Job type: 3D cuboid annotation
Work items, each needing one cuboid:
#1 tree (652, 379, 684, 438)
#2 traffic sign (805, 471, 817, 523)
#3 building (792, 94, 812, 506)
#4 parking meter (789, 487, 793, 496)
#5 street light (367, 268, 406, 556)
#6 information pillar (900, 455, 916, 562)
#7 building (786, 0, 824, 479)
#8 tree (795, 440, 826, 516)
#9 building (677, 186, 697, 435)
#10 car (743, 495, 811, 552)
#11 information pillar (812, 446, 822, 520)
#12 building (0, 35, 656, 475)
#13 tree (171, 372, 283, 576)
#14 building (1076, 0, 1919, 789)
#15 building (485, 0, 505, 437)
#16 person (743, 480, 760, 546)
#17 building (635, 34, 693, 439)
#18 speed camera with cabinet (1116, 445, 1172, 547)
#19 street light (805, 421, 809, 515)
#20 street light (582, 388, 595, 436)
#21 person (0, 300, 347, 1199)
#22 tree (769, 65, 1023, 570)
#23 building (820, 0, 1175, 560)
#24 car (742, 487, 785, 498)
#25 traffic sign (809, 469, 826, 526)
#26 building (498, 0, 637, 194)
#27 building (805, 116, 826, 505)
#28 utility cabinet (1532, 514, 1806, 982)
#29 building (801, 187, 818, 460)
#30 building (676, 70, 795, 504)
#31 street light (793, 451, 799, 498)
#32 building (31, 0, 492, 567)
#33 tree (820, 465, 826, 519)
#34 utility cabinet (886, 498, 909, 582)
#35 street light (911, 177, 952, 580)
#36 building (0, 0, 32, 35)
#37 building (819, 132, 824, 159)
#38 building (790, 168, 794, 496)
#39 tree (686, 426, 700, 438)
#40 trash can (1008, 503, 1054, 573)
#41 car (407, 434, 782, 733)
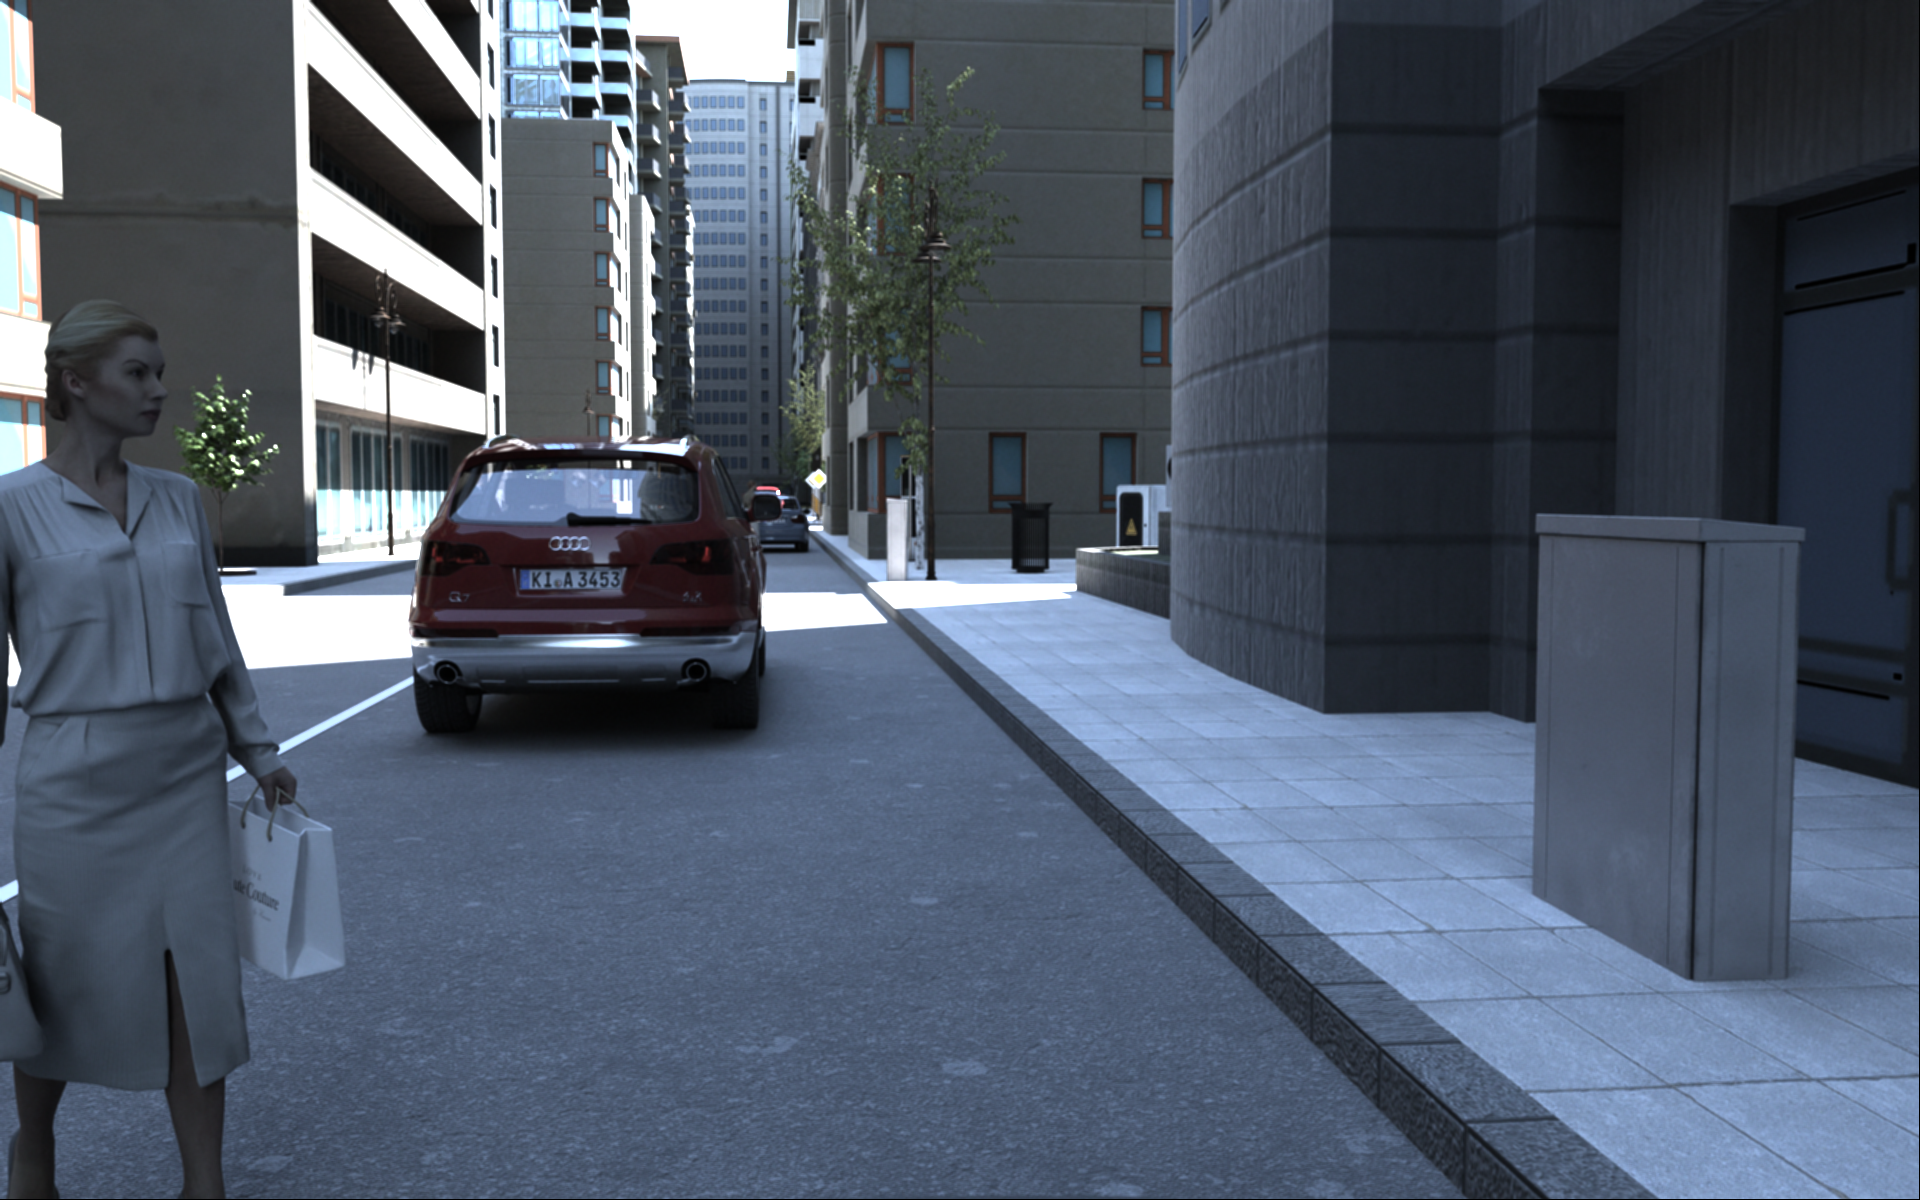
[{"bbox_3d":[-20.325,-9.873,111.780,4.360,8.622,3.978,0,3,0],"label":"tree"},{"bbox_3d":[-6.453,-4.453,76.445,0.795,2.450,0.064,0,4,-6],"label":"traffic sign"},{"bbox_3d":[-8.718,-35.404,202.552,21.300,48.544,21.600,0,4,-6],"label":"building"},{"bbox_3d":[-14.251,-8.595,146.235,0.255,1.863,0.399,-1,4,-12],"label":"parking meter"},{"bbox_3d":[-11.753,-3.843,35.614,0.468,5.910,1.993,0,4,-6],"label":"street light"},{"bbox_3d":[-0.924,-1.745,33.028,0.304,2.012,0.304,-3,5,-39],"label":"information pillar"},{"bbox_3d":[-3.209,-36.023,178.217,28.713,52.752,27.495,0,4,-6],"label":"building"},{"bbox_3d":[-7.961,-7.178,101.067,4.285,4.588,4.351,0,3,0],"label":"tree"},{"bbox_3d":[-44.003,-31.583,208.271,23.993,40.220,32.217,0,4,-6],"label":"building"},{"bbox_3d":[-4.777,-1.957,44.004,2.014,1.417,4.499,0,4,-8],"label":"car"},{"bbox_3d":[-7.006,-5.712,84.746,0.504,3.616,0.183,2,4,29],"label":"information pillar"},{"bbox_3d":[-31.350,-15.178,93.207,27.650,21.520,28.899,0,4,-6],"label":"building"},{"bbox_3d":[-11.622,-2.012,27.506,1.663,3.219,1.824,0,3,0],"label":"tree"},{"bbox_3d":[12.328,-28.713,11.449,21.231,58.520,28.212,0,4,-6],"label":"building"},{"bbox_3d":[-23.605,-17.635,60.028,14.107,30.474,14.160,0,4,-6],"label":"building"},{"bbox_3d":[-4.842,-1.934,40.668,0.362,1.759,0.519,-3,5,-41],"label":"person"},{"bbox_3d":[-36.686,-31.071,162.633,22.147,44.769,28.867,0,4,-6],"label":"building"},{"bbox_3d":[3.653,-2.247,31.071,0.660,3.252,2.038,-2,4,-34],"label":"speed camera with cabinet"},{"bbox_3d":[-9.489,-8.247,107.623,0.468,5.910,1.993,0,4,-6],"label":"street light"},{"bbox_3d":[-16.182,-6.286,75.564,0.468,5.910,1.993,0,4,-6],"label":"street light"},{"bbox_3d":[-1.562,0.343,3.240,0.694,1.780,0.624,-3,4,-38],"label":"person"},{"bbox_3d":[-0.908,-4.817,29.112,4.737,8.622,4.395,0,3,0],"label":"tree"},{"bbox_3d":[10.354,-12.479,49.070,27.650,21.520,28.899,0,4,-6],"label":"building"},{"bbox_3d":[-10.258,-5.007,90.538,2.281,1.827,5.304,0,4,-8],"label":"car"},{"bbox_3d":[-5.574,-3.967,68.508,0.795,2.450,0.064,0,4,-6],"label":"traffic sign"},{"bbox_3d":[-34.521,-49.927,128.983,22.319,86.520,31.000,0,4,-6],"label":"building"},{"bbox_3d":[-3.052,-20.122,116.388,14.401,28.519,23.554,0,4,-6],"label":"building"},{"bbox_3d":[2.022,0.375,5.037,0.306,1.237,1.020,0,4,-5],"label":"utility cabinet"},{"bbox_3d":[-5.404,-21.194,140.036,14.314,27.812,24.014,0,4,-6],"label":"building"},{"bbox_3d":[-31.468,-42.875,243.007,28.212,58.520,21.231,0,4,-6],"label":"building"},{"bbox_3d":[-14.230,-10.864,150.411,0.468,5.910,1.993,0,4,-6],"label":"street light"},{"bbox_3d":[-23.255,-25.355,38.264,21.300,48.544,21.600,0,4,-6],"label":"building"},{"bbox_3d":[-6.724,-5.833,89.967,1.663,3.219,1.824,0,3,0],"label":"tree"},{"bbox_3d":[-0.921,-0.897,25.834,0.306,1.237,1.020,0,4,0],"label":"utility cabinet"},{"bbox_3d":[-0.429,-3.234,25.664,0.468,5.910,1.993,0,4,-6],"label":"street light"},{"bbox_3d":[-23.487,-9.825,5.674,27.650,21.520,28.899,0,4,-6],"label":"building"},{"bbox_3d":[4.094,-15.081,82.728,21.152,22.565,11.583,0,4,-6],"label":"building"},{"bbox_3d":[-14.442,-32.813,220.090,14.154,41.232,14.086,0,4,-6],"label":"building"},{"bbox_3d":[-29.398,-14.338,184.791,4.360,8.622,3.978,0,3,0],"label":"tree"},{"bbox_3d":[1.148,-1.013,28.213,0.748,1.137,0.748,0,3,0],"label":"trash can"},{"bbox_3d":[-2.383,-0.204,12.016,2.281,1.827,5.304,0,4,-6],"label":"car"}]
